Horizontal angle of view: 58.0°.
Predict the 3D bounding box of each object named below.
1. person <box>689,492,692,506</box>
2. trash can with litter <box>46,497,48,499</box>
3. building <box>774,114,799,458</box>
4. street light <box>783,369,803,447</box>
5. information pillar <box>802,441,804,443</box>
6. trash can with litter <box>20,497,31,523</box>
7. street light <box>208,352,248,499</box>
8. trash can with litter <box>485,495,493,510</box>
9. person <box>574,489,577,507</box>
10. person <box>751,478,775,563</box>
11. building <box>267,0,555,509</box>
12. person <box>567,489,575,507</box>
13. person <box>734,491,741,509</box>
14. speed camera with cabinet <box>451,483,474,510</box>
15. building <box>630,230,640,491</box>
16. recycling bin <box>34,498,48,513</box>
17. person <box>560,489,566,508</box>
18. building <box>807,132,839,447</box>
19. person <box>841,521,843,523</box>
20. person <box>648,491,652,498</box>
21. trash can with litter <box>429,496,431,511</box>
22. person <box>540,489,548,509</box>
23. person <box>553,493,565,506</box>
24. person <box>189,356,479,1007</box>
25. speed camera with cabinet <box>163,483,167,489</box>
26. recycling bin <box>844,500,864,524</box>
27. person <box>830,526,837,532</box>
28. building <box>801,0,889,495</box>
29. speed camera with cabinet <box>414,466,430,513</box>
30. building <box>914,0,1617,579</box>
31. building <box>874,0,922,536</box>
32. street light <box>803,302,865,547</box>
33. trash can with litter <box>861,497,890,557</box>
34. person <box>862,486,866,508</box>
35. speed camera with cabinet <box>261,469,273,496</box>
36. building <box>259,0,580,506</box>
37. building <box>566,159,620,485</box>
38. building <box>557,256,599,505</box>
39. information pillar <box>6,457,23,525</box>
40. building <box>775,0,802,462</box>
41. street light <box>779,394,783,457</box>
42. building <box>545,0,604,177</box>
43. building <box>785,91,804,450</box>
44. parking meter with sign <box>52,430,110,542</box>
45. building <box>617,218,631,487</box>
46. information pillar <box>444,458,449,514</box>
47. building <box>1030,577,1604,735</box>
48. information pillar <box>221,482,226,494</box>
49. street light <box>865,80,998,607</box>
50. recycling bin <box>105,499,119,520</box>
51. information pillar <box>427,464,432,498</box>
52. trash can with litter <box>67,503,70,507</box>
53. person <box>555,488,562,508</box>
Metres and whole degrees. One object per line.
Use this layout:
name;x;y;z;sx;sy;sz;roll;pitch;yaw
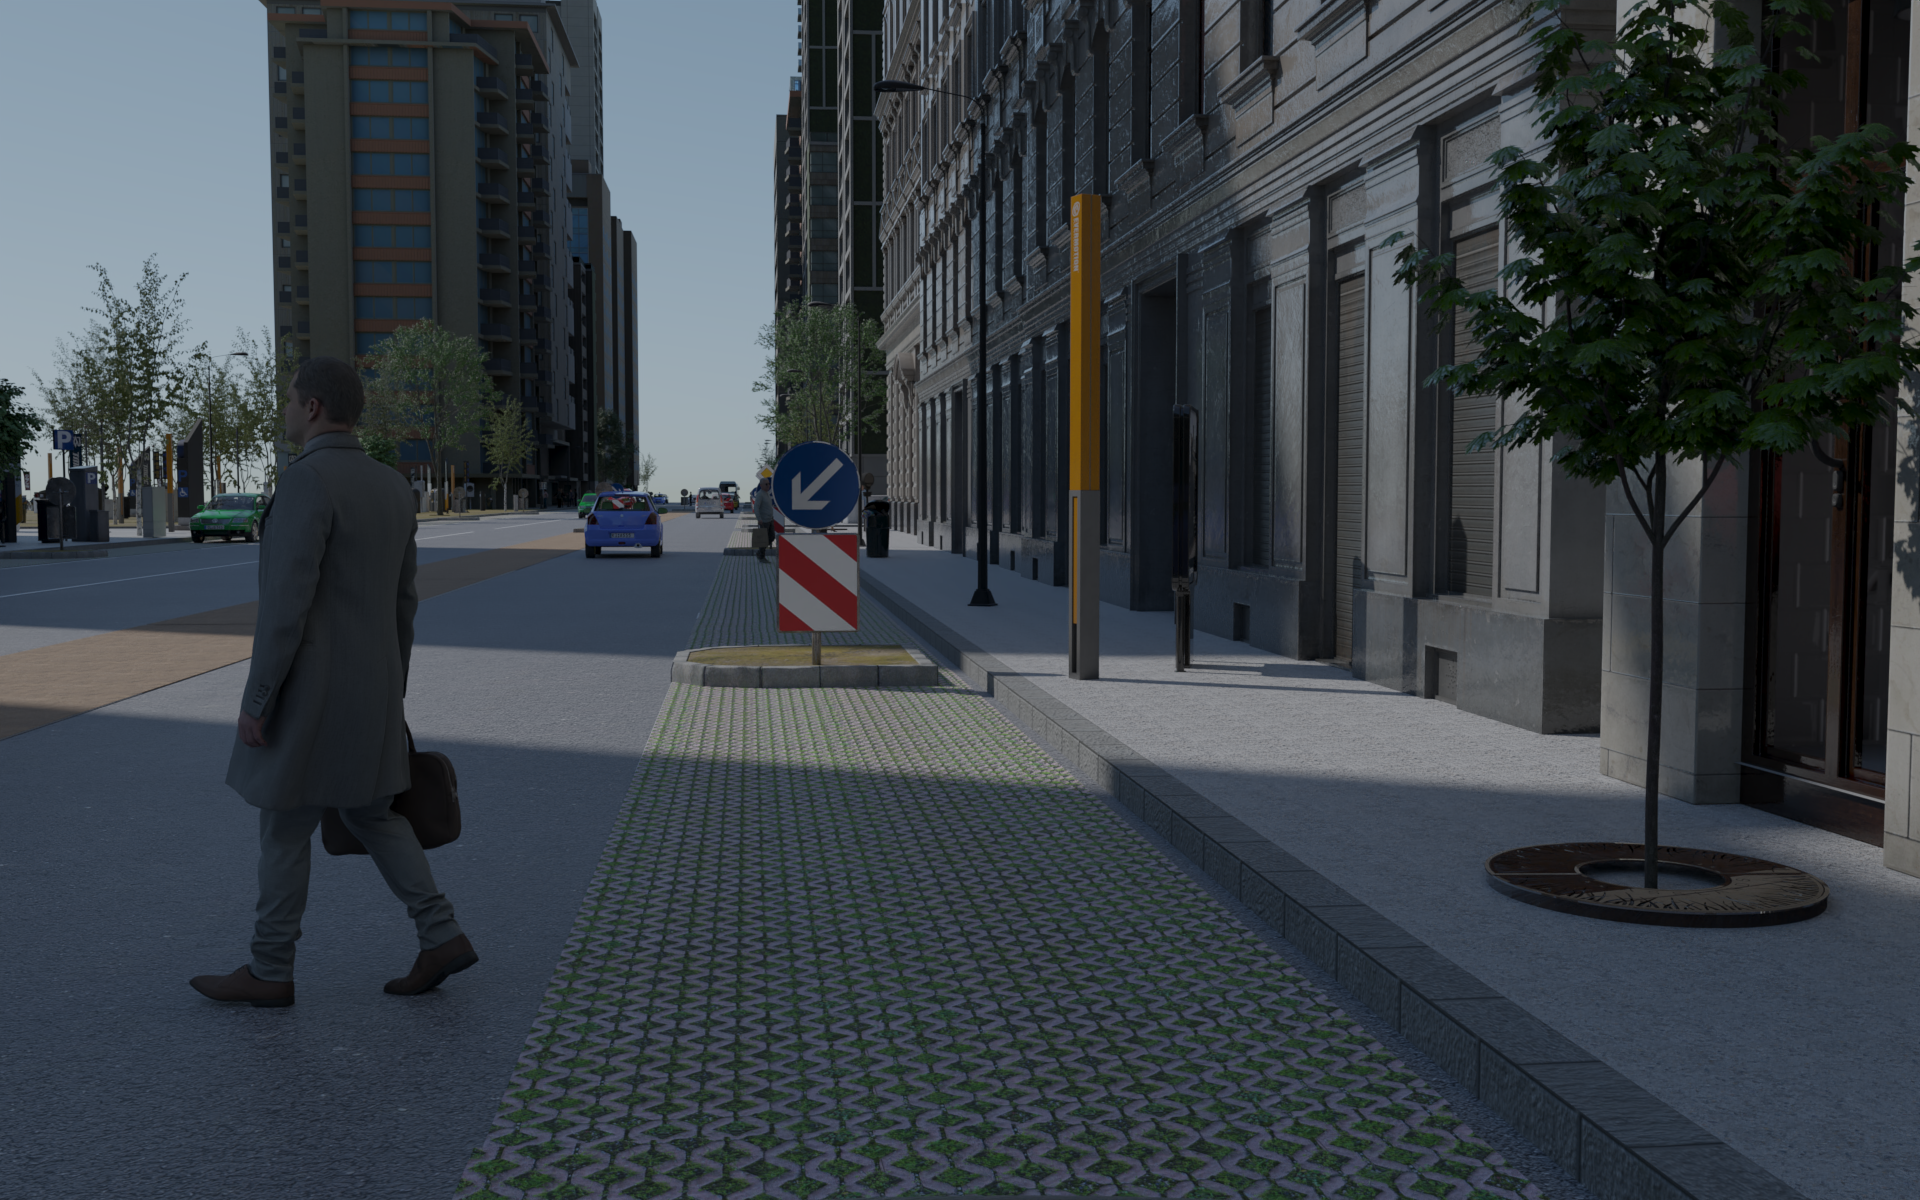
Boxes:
person;-32.267;-12.100;207.043;0.721;1.735;1.217;-2;4;-33
trash can with litter;-56.206;-5.816;106.481;0.624;1.170;1.055;-2;4;-33
building;-11.893;-36.022;212.667;21.300;48.544;21.600;0;4;-7
street light;-5.736;-5.633;64.648;1.470;5.913;1.316;0;4;-7
information pillar;-6.660;-5.150;75.563;0.504;3.616;0.183;0;4;-3
trash can with litter;-41.215;-3.938;75.769;0.624;1.170;1.055;0;4;1
street light;-23.973;-5.150;56.738;1.470;5.913;1.316;0;4;-7
trash can with litter;-39.070;-8.044;142.899;1.055;1.170;0.624;0;4;-5
person;-39.524;-10.508;177.872;0.705;1.821;1.348;0;4;8
person;-4.075;-1.623;35.520;0.515;1.767;0.782;1;4;15
building;-49.302;-30.781;157.891;22.147;44.769;28.867;0;4;-7
person;-39.454;-10.332;175.508;0.617;1.759;0.750;1;4;14
person;-22.056;-9.825;169.849;1.217;1.736;0.721;-2;4;-33
speed camera with cabinet;-41.185;-9.085;142.880;2.038;3.252;0.660;-2;4;-31
building;-60.199;-38.773;284.045;14.600;45.320;14.200;0;4;-7
recycling bin;-60.963;-6.265;114.979;0.722;1.027;0.722;2;4;34
person;-37.604;-9.577;163.149;1.217;1.766;0.721;1;4;19
building;-5.501;-22.651;142.048;14.160;30.474;14.107;0;4;-7
person;-4.962;-4.291;76.421;0.699;1.804;1.509;-2;4;-29
person;-35.455;-11.554;197.853;0.568;1.767;0.683;1;4;12
trash can with litter;-39.557;-7.287;130.531;1.055;1.170;0.624;1;4;13
person;-36.098;-8.782;150.341;1.217;1.736;0.721;3;5;42
person;-38.094;-9.647;164.598;1.217;1.723;0.721;0;4;0
person;-1.780;0.227;4.883;0.767;1.812;0.694;1;4;12
speed camera with cabinet;-64.242;-8.805;138.295;2.038;3.252;0.660;-1;4;-12
recycling bin;-4.618;-3.837;75.284;0.722;1.027;0.722;-1;4;-23
person;-4.523;-3.222;58.602;0.818;1.842;0.514;2;4;28
building;-6.448;-44.282;162.263;20.563;71.187;20.611;0;4;-7
speed camera with cabinet;-37.551;-7.735;120.806;0.660;3.252;2.038;0;4;-4
building;4.613;-11.442;36.232;9.793;20.994;18.267;0;4;-7
building;3.110;-13.843;55.208;11.050;23.489;19.941;0;4;-7
street light;-2.977;-4.250;42.029;1.470;5.913;1.316;0;4;-7
trash can with litter;-1.755;-1.455;35.179;0.624;1.170;1.055;-1;4;-11
person;-4.968;-4.982;87.586;0.616;1.811;0.778;-1;4;-12
speed camera with cabinet;-53.018;-8.447;132.447;0.660;3.252;2.038;-1;4;-13
building;-56.089;-36.448;185.159;28.713;52.752;27.495;0;4;-7
building;-54.747;-35.773;235.006;14.600;45.320;14.200;0;4;-7
building;-51.225;-26.652;207.468;14.160;30.474;14.107;0;4;-7
information pillar;-25.559;-3.381;46.635;0.504;3.616;0.183;-2;4;-26
building;-16.452;-57.917;259.608;22.319;86.520;31.000;0;4;-7
street light;-7.670;-6.620;80.772;1.470;5.913;1.316;0;4;-7
building;-59.993;-49.716;251.100;20.563;71.187;20.611;0;4;-7
building;-7.660;-32.618;187.924;22.147;44.769;28.867;0;4;-7
parking meter with sign;-23.595;-3.080;46.614;1.738;3.016;0.543;2;4;30
building;-59.677;-37.884;269.513;14.600;45.320;14.200;0;4;-7
information pillar;-36.194;-7.986;121.931;0.183;3.616;0.504;0;4;-8
building;6.672;-10.327;17.997;9.793;20.994;18.267;0;4;-7
information pillar;-46.720;-6.439;109.774;0.304;2.012;0.304;2;4;26
street light;-0.277;-2.883;19.672;1.470;5.913;1.316;0;4;-7
recycling bin;-42.644;-4.563;87.161;0.722;1.027;0.722;-2;4;-25
information pillar;-41.489;-8.815;135.479;0.183;3.616;0.504;-3;5;-43
trash can with litter;-29.590;-2.883;58.527;1.055;1.170;0.624;-2;4;-34
person;-36.980;-9.389;159.692;0.705;1.807;1.348;1;4;8
